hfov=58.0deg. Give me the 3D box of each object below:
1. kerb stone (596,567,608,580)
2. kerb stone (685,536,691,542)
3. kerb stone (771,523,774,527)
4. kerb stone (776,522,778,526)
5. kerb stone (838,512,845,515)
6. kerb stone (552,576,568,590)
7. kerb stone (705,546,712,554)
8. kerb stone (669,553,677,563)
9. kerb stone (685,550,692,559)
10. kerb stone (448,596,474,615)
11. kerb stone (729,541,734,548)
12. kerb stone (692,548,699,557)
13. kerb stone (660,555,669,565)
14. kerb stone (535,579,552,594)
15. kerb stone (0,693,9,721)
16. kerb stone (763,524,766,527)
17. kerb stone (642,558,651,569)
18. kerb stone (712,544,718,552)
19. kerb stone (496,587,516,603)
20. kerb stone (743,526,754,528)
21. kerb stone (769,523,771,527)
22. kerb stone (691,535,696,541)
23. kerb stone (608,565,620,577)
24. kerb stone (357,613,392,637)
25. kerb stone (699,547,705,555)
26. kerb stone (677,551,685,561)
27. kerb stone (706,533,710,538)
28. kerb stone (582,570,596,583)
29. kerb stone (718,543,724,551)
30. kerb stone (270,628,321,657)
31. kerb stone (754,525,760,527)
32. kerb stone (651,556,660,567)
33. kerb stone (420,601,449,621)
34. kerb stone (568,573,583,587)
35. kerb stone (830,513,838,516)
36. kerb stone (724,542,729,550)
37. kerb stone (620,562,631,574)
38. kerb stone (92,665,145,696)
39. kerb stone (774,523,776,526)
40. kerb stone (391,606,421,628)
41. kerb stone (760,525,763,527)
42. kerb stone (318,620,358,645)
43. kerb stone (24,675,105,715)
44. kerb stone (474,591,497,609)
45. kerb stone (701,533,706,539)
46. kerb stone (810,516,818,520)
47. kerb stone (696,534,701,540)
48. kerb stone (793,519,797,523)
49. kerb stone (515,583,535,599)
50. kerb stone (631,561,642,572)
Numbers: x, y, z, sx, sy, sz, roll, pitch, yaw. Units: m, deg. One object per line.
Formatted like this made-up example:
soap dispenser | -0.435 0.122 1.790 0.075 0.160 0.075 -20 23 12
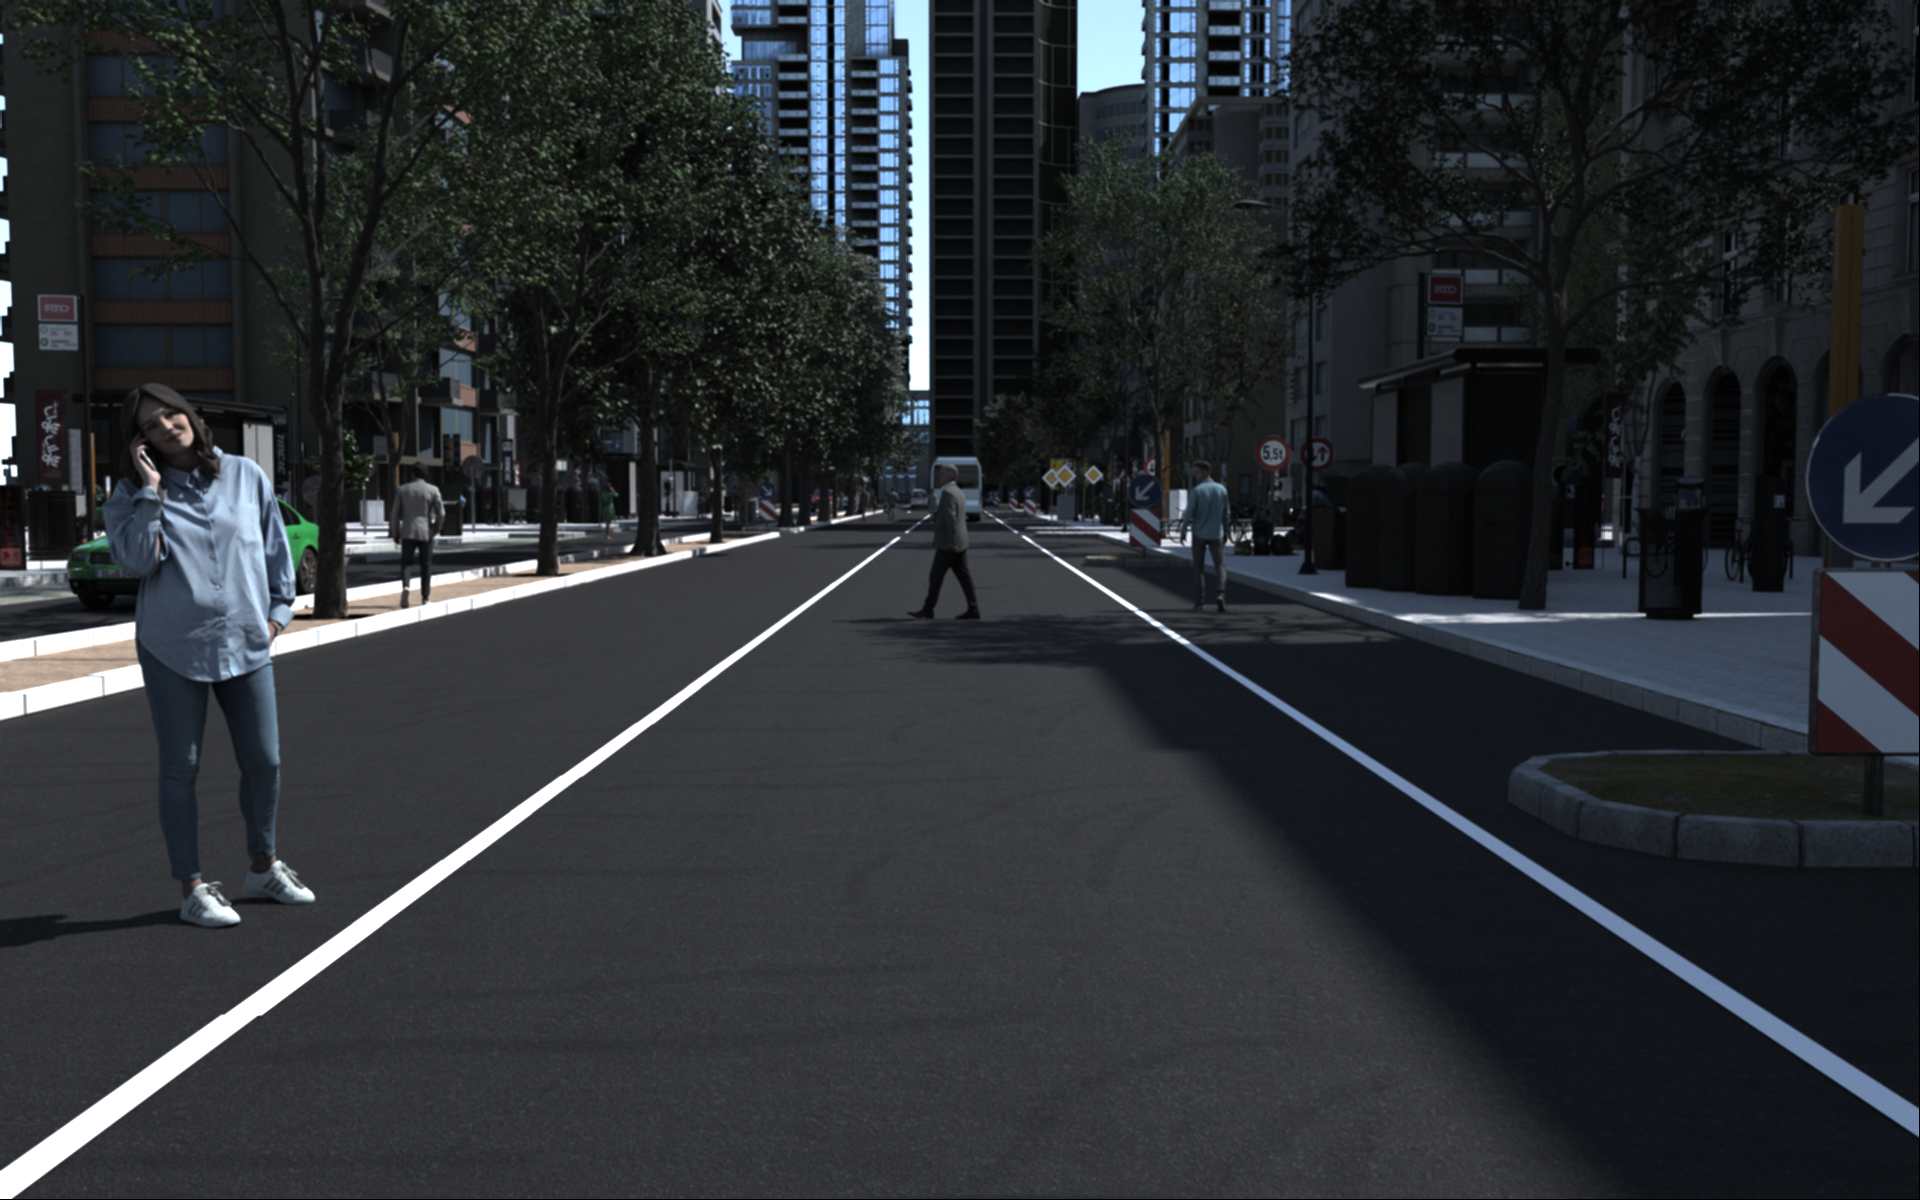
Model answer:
kerb stone | -6.127 -0.422 29.153 0.120 0.150 1.000 0 3 0
kerb stone | -8.245 -1.796 51.639 0.120 0.150 1.000 0 3 0
kerb stone | -8.254 -3.215 74.774 0.120 0.150 1.000 0 3 0
kerb stone | -8.256 -3.341 76.818 0.120 0.150 1.000 0 3 0
kerb stone | -8.304 -6.036 120.883 0.120 0.150 1.000 0 3 0
kerb stone | -6.120 -0.237 26.076 0.120 0.150 1.000 0 3 0
kerb stone | -6.134 -1.177 41.445 0.120 0.150 1.000 0 3 0
kerb stone | -6.133 -0.861 36.316 0.120 0.150 1.000 0 3 0
kerb stone | -6.125 -0.984 38.371 0.120 0.150 1.000 0 3 0
kerb stone | -6.114 0.076 20.949 0.120 0.150 1.000 0 3 0
kerb stone | -6.137 -1.418 45.562 0.120 0.150 1.000 0 3 0
kerb stone | -6.132 -1.052 39.399 0.120 0.150 1.000 0 3 0
kerb stone | -6.129 -0.798 35.289 0.120 0.150 1.000 0 3 0
kerb stone | -6.118 -0.173 25.054 0.120 0.150 1.000 0 3 0
kerb stone | -6.106 0.704 10.684 0.120 0.150 1.000 0 3 0
kerb stone | -8.262 -3.025 71.701 0.120 0.150 1.000 0 3 0
kerb stone | -6.126 -0.665 33.246 0.120 0.150 1.000 0 3 0
kerb stone | -6.137 -1.241 42.487 0.120 0.150 1.000 0 3 0
kerb stone | -6.118 -0.049 23.007 0.120 0.150 1.000 0 3 0
kerb stone | -8.253 -2.777 67.598 0.120 0.150 1.000 0 3 0
kerb stone | -8.263 -3.153 73.745 0.120 0.150 1.000 0 3 0
kerb stone | -8.245 -1.864 52.674 0.120 0.150 1.000 0 3 0
kerb stone | -6.125 -0.486 30.179 0.120 0.150 1.000 0 3 0
kerb stone | -6.110 0.264 17.871 0.120 0.150 1.000 0 3 0
kerb stone | -6.138 -1.110 40.421 0.120 0.150 1.000 0 3 0
kerb stone | -6.132 -0.927 37.348 0.120 0.150 1.000 0 3 0
kerb stone | -8.252 -2.053 55.763 0.120 0.150 1.000 0 3 0
kerb stone | -6.119 -0.363 28.131 0.120 0.150 1.000 0 3 0
kerb stone | -6.133 -1.304 43.509 0.120 0.150 1.000 0 3 0
kerb stone | -6.110 0.396 15.821 0.120 0.150 1.000 0 3 0
kerb stone | -8.251 -2.902 69.648 0.120 0.150 1.000 0 3 0
kerb stone | -6.133 -0.738 34.267 0.120 0.150 1.000 0 3 0
kerb stone | -6.118 0.139 19.923 0.120 0.150 1.000 0 3 0
kerb stone | -6.115 -0.300 27.097 0.120 0.150 1.000 0 3 0
kerb stone | -8.290 -5.598 113.715 0.120 0.150 1.000 0 3 0
kerb stone | -6.135 -1.365 44.531 0.120 0.150 1.000 0 3 0
kerb stone | -6.122 -0.546 31.201 0.120 0.150 1.000 0 3 0
kerb stone | -6.111 0.578 12.743 0.120 0.150 1.000 0 3 0
kerb stone | -8.266 -3.278 75.796 0.120 0.150 1.000 0 3 0
kerb stone | -6.122 0.206 18.902 0.120 0.150 1.000 0 3 0
kerb stone | -8.261 -2.965 70.670 0.120 0.150 1.000 0 3 0
kerb stone | -6.113 0.327 16.848 0.120 0.150 1.000 0 3 0
kerb stone | -6.110 0.651 11.722 0.120 0.150 1.000 0 3 0
kerb stone | -6.109 0.019 21.984 0.120 0.150 1.000 0 3 0
kerb stone | -8.251 -1.986 54.728 0.120 0.150 1.000 0 3 0
kerb stone | -8.279 -4.657 98.343 0.120 0.150 1.000 0 3 0
kerb stone | -8.244 -1.927 53.698 0.120 0.150 1.000 0 3 0
kerb stone | -8.272 -4.031 88.100 0.120 0.150 1.000 0 3 0
kerb stone | -6.116 -0.112 24.029 0.120 0.150 1.000 0 3 0
kerb stone | -6.125 -0.613 32.223 0.120 0.150 1.000 0 3 0
